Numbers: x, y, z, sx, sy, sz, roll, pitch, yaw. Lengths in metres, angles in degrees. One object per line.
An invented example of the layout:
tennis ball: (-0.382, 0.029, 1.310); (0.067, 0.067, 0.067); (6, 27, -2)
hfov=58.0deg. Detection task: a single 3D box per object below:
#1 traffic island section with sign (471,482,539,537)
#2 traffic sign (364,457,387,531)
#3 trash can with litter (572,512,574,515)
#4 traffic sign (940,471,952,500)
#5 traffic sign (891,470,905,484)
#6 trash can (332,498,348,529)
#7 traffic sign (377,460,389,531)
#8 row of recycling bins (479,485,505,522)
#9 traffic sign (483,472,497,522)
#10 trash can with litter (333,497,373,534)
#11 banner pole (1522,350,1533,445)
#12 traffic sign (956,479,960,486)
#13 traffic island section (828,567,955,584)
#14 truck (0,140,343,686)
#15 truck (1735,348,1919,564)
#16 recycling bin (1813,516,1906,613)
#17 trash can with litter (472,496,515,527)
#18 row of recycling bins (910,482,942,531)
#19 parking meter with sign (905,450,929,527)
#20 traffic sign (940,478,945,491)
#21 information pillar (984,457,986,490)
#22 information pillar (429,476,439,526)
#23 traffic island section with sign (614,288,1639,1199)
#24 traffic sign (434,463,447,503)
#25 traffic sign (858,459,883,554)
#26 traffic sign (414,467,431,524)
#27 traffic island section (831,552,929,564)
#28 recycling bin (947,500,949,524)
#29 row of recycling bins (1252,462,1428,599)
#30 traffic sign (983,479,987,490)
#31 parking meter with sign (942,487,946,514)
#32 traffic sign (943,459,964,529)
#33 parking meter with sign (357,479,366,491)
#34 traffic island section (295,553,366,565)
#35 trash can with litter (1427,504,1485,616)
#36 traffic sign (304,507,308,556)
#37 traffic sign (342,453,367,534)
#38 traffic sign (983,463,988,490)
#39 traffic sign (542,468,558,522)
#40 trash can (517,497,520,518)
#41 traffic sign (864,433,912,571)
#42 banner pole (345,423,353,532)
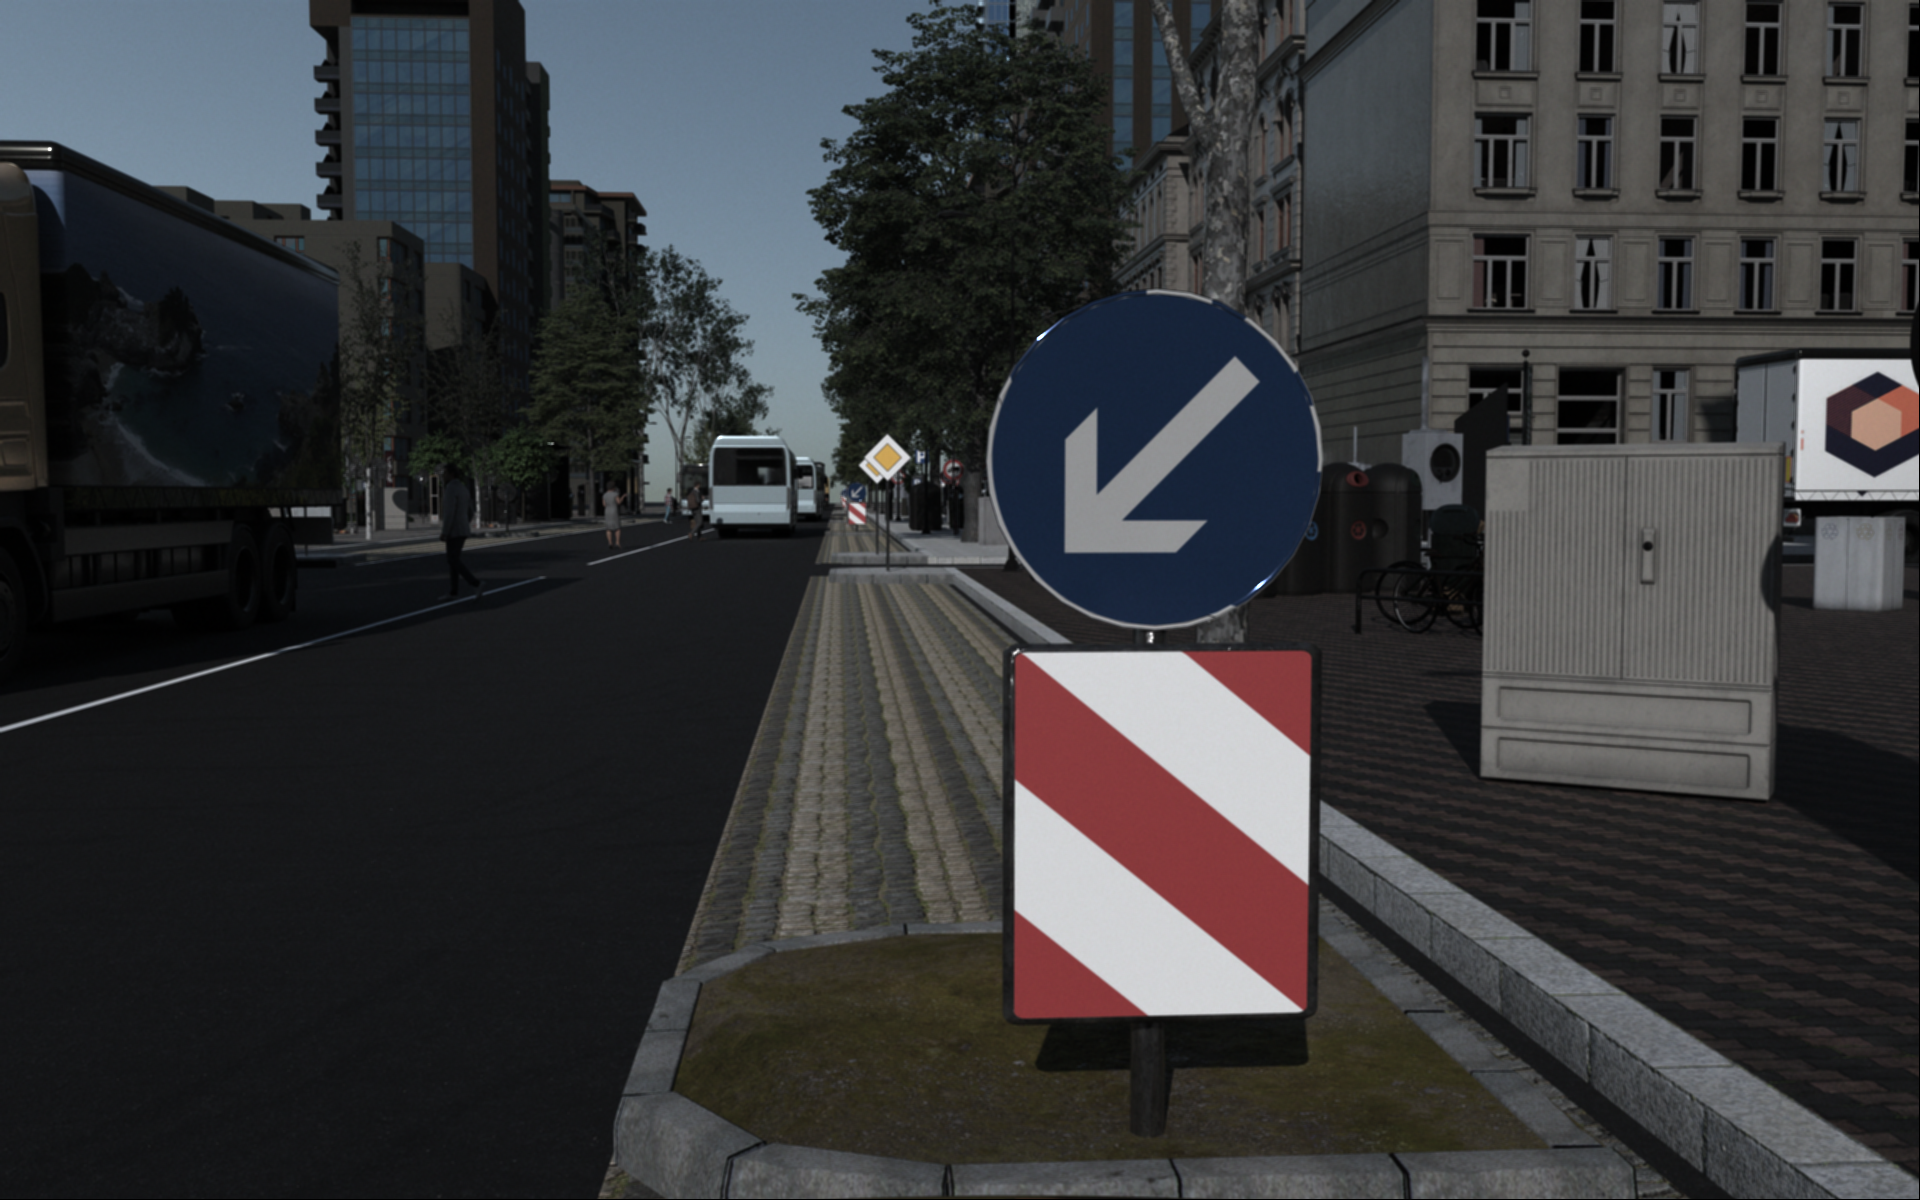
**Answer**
traffic island section with sign: (-15.149, -3.008, 57.802); (1.989, 1.847, 2.006); (0, 4, -4)
traffic sign: (-20.048, -3.628, 59.426); (0.768, 2.556, 0.104); (0, 4, -2)
trash can with litter: (-23.353, -5.562, 102.332); (1.055, 1.170, 0.624); (0, 4, 4)
traffic sign: (-0.606, -5.308, 86.896); (0.768, 2.556, 0.104); (0, 4, -3)
traffic sign: (-3.178, -5.450, 89.206); (0.768, 2.556, 0.104); (0, 4, 3)
trash can: (-22.679, -3.149, 63.143); (0.748, 1.137, 0.748); (0, 3, 0)
traffic sign: (-20.452, -3.715, 60.843); (0.768, 2.556, 0.104); (0, 4, -1)
row of recycling bins: (-22.143, -4.552, 81.535); (1.069, 1.692, 3.534); (-1, 4, -23)
traffic sign: (-21.566, -4.731, 79.482); (0.606, 2.300, 0.079); (0, 4, -1)
trash can with litter: (-20.189, -2.787, 56.624); (1.678, 1.210, 2.233); (-2, 4, -25)
banner pole: (9.773, -2.439, 29.889); (0.401, 3.779, 0.863); (0, 4, 8)
traffic sign: (-0.399, -6.836, 111.866); (0.768, 2.556, 0.104); (0, 4, -3)
traffic island section: (-1.179, -0.401, 28.836); (2.009, 0.180, 2.903); (0, 4, -4)
truck: (-8.512, -1.656, 15.995); (2.839, 4.237, 11.283); (0, 4, -4)
truck: (21.549, -2.798, 34.660); (11.283, 4.237, 2.839); (0, 4, -3)
recycling bin: (9.956, -0.405, 19.183); (0.722, 1.027, 0.722); (-3, 5, -43)
trash can with litter: (-18.393, -3.445, 67.386); (1.678, 1.210, 2.233); (-2, 4, -31)
row of recycling bins: (-1.288, -3.364, 62.109); (1.069, 1.692, 3.534); (0, 4, -6)
parking meter with sign: (-1.624, -4.335, 67.139); (0.543, 3.016, 1.738); (1, 4, 9)
traffic sign: (-1.069, -5.862, 97.967); (0.606, 2.300, 0.079); (0, 4, -1)
information pillar: (1.251, -5.576, 82.522); (0.183, 3.616, 0.504); (-1, 4, -14)
information pillar: (-20.881, -3.932, 68.776); (0.304, 2.012, 0.304); (-2, 4, -25)
traffic island section with sign: (0.225, 0.274, 4.145); (1.989, 1.847, 2.006); (0, 4, -4)
traffic sign: (-20.948, -4.289, 70.223); (0.768, 2.556, 0.104); (0, 4, -1)
traffic sign: (-1.759, -2.023, 36.723); (0.795, 2.450, 0.064); (0, 4, -4)
traffic sign: (-23.146, -4.494, 74.660); (0.795, 2.450, 0.064); (0, 4, 3)
traffic island section: (-1.736, -0.888, 36.802); (2.009, 0.180, 2.903); (0, 4, -4)
recycling bin: (-0.096, -3.733, 73.595); (0.722, 1.027, 0.722); (-1, 4, -23)
row of recycling bins: (4.580, -0.934, 22.385); (3.534, 1.692, 1.069); (-2, 4, -35)
traffic sign: (1.259, -4.938, 80.846); (0.768, 2.556, 0.104); (0, 3, 0)
parking meter with sign: (-0.725, -6.892, 108.948); (1.738, 3.016, 0.543); (-2, 4, -26)
traffic sign: (-0.233, -3.866, 63.314); (0.768, 2.556, 0.104); (0, 4, 3)
parking meter with sign: (-29.227, -5.411, 84.734); (0.543, 3.016, 1.738); (-3, 5, -42)
traffic island section: (-13.599, -0.838, 35.979); (2.009, 0.180, 2.903); (0, 4, -4)
trash can with litter: (5.342, -0.440, 18.584); (0.624, 1.170, 1.055); (1, 4, 18)
traffic sign: (-13.576, -1.974, 35.919); (0.795, 2.450, 0.064); (0, 4, -4)
traffic sign: (-19.181, -3.364, 55.010); (0.884, 2.594, 0.081); (0, 4, -1)
traffic sign: (1.029, -3.869, 63.268); (0.884, 2.594, 0.081); (0, 4, -2)
traffic sign: (-18.593, -4.789, 78.413); (0.768, 2.556, 0.104); (0, 4, 0)
trash can: (-23.478, -4.984, 93.138); (0.748, 1.137, 0.748); (0, 3, 0)
traffic sign: (-1.202, -1.536, 28.757); (0.795, 2.450, 0.064); (0, 4, -4)
banner pole: (-20.945, -4.240, 59.343); (0.401, 3.779, 0.863); (-2, 4, -34)
